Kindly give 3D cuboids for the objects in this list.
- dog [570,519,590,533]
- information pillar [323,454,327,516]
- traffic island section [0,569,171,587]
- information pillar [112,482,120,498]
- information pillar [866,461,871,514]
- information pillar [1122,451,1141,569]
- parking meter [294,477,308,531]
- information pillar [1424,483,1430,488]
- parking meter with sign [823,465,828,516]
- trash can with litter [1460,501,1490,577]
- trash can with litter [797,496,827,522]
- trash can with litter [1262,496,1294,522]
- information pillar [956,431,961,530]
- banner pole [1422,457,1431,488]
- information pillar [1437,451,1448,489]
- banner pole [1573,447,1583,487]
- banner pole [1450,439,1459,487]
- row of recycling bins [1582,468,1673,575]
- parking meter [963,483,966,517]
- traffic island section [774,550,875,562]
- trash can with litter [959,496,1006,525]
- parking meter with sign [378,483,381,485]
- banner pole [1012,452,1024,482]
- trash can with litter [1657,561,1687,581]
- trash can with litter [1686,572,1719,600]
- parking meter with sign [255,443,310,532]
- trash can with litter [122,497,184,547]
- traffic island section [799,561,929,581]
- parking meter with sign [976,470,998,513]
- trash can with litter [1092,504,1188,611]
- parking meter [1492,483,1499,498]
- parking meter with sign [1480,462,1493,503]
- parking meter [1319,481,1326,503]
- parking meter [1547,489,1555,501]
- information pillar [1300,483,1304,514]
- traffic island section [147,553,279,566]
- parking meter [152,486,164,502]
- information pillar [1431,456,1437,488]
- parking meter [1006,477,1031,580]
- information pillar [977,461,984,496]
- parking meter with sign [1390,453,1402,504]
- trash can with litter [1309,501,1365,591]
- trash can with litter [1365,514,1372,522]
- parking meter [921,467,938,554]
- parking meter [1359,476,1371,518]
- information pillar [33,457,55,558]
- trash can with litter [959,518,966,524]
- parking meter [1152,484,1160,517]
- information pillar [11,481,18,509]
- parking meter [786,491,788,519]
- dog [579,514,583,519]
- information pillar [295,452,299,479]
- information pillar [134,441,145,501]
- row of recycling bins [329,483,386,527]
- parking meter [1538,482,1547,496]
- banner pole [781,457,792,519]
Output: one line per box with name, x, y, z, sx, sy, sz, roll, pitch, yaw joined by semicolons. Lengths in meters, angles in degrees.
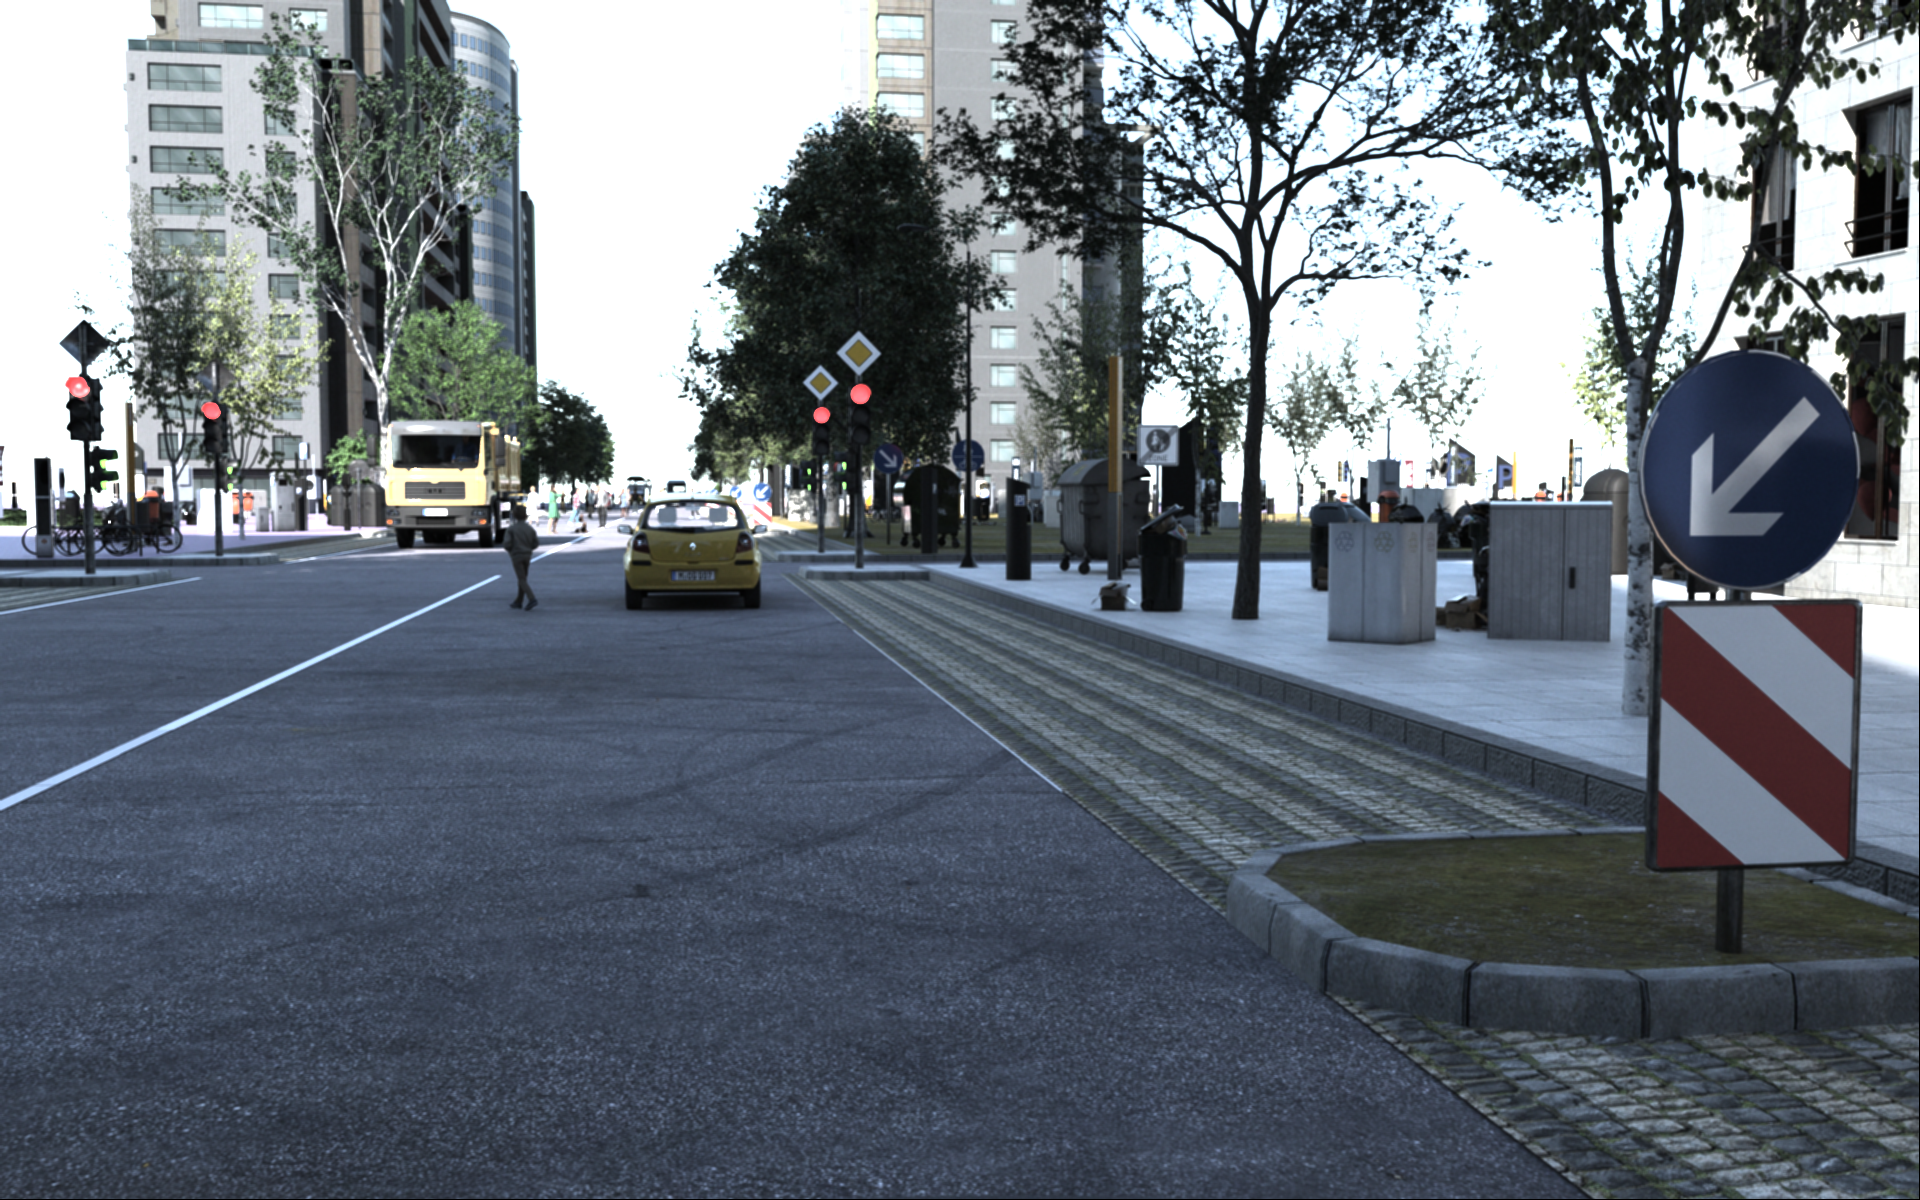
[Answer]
dog;-14.055;-2.680;64.016;0.748;0.427;0.550;-1;4;-13
information pillar;-36.725;-6.657;100.193;0.183;3.616;0.504;-1;4;-14
traffic island section;-14.046;-0.346;27.938;2.009;0.180;2.903;-1;4;-9
information pillar;-50.697;-6.092;104.101;0.304;2.012;0.304;1;4;13
information pillar;-5.805;-7.246;109.823;0.183;3.616;0.504;-3;5;-40
information pillar;2.911;-1.551;29.851;0.304;2.012;0.304;-3;4;-36
parking meter;-22.963;-3.341;60.343;0.399;1.863;0.255;1;4;12
information pillar;31.406;-6.858;116.617;0.304;2.012;0.304;0;4;-5
parking meter with sign;-8.149;-6.577;103.795;0.543;3.016;1.738;-1;4;-13
trash can with litter;8.286;-0.936;26.683;1.055;1.170;0.624;-2;4;-28
trash can with litter;-6.800;-4.281;81.054;2.233;1.210;1.678;-3;5;-39
trash can with litter;14.419;-4.185;79.484;1.678;1.210;2.233;-2;4;-29
information pillar;-0.058;-4.321;62.007;0.183;3.616;0.504;-1;4;-13
banner pole;31.536;-7.778;117.186;0.863;3.779;0.401;0;3;0
information pillar;25.768;-6.162;92.104;0.504;3.616;0.183;1;4;23
banner pole;28.452;-5.513;80.150;0.863;3.779;0.401;-1;4;-12
banner pole;22.123;-5.352;77.523;0.401;3.779;0.863;3;5;41
row of recycling bins;11.763;-1.255;27.634;3.534;1.692;1.069;0;3;0
parking meter;0.387;-5.471;95.155;0.255;1.863;0.399;2;4;34
traffic island section;-3.008;-0.951;37.824;2.009;0.180;2.903;-1;4;-9
trash can with litter;0.877;-3.705;71.635;2.233;1.210;1.678;3;4;39
parking meter with sign;-35.843;-6.662;105.183;1.738;3.016;0.543;1;4;11
banner pole;3.504;-6.937;103.436;0.863;3.779;0.401;0;4;-7
trash can with litter;10.770;-0.872;25.639;0.624;1.170;1.055;-1;4;-20
trash can with litter;7.461;-0.349;16.761;2.233;1.210;1.678;-3;5;-44
parking meter with sign;-22.966;-3.816;58.660;0.543;3.016;1.738;3;5;44
trash can with litter;-20.071;-1.967;43.225;1.678;1.210;2.233;1;4;10
traffic island section;-1.717;-0.469;29.944;2.009;0.180;2.903;-1;4;-9
parking meter with sign;1.939;-7.239;114.620;1.738;3.016;0.543;1;4;18
trash can with litter;1.980;-0.468;19.046;1.055;1.170;0.624;1;4;12
parking meter;27.983;-5.191;90.592;0.255;1.863;0.399;0;4;1
parking meter with sign;28.678;-6.016;94.618;0.543;3.016;1.738;2;4;27
parking meter;16.117;-4.357;76.950;0.255;1.863;0.399;0;4;5
parking meter;29.278;-4.749;86.055;0.372;1.533;0.369;0;3;0
information pillar;22.107;-6.576;112.008;0.304;2.012;0.304;0;4;8
traffic island section;-15.336;-0.828;35.818;2.009;0.180;2.903;-1;4;-9
parking meter;-26.737;-3.019;57.778;0.372;1.533;0.369;0;3;0
information pillar;28.295;-6.847;103.307;0.504;3.616;0.183;3;5;42
parking meter;0.877;-1.070;25.899;0.372;1.533;0.369;0;3;0
information pillar;1.313;-7.195;108.985;0.504;3.616;0.183;0;4;7
parking meter with sign;18.542;-4.740;73.756;0.543;3.016;1.738;1;4;16
trash can with litter;5.031;-0.730;23.321;0.624;1.170;1.055;0;4;7
trash can with litter;6.234;-0.934;26.654;0.624;1.170;1.055;-3;4;-39
parking meter;-0.654;-1.929;37.247;0.255;1.863;0.399;1;4;22
parking meter;13.075;-3.063;55.795;0.399;1.863;0.255;0;4;6
information pillar;-18.409;-1.854;34.805;0.304;2.012;0.304;-1;4;-22
trash can with litter;-0.184;-3.815;73.761;1.055;1.170;0.624;2;4;32
parking meter;10.850;-5.512;95.834;0.399;1.863;0.255;1;4;17
information pillar;-53.464;-5.716;97.943;0.304;2.012;0.304;-1;4;-20
parking meter;-8.714;-4.914;88.749;0.372;1.533;0.369;0;3;0
dog;-19.796;-4.257;89.791;0.748;0.427;0.550;-1;4;-10
information pillar;-36.891;-6.428;96.459;0.183;3.616;0.504;0;4;-8
information pillar;-36.407;-5.227;76.816;0.504;3.616;0.183;1;4;13
row of recycling bins;-23.622;-3.717;67.889;1.069;1.692;3.534;-3;5;-45
parking meter;27.258;-4.610;81.078;0.399;1.863;0.255;-2;4;-34
banner pole;-8.872;-5.989;87.942;0.863;3.779;0.401;2;4;29
